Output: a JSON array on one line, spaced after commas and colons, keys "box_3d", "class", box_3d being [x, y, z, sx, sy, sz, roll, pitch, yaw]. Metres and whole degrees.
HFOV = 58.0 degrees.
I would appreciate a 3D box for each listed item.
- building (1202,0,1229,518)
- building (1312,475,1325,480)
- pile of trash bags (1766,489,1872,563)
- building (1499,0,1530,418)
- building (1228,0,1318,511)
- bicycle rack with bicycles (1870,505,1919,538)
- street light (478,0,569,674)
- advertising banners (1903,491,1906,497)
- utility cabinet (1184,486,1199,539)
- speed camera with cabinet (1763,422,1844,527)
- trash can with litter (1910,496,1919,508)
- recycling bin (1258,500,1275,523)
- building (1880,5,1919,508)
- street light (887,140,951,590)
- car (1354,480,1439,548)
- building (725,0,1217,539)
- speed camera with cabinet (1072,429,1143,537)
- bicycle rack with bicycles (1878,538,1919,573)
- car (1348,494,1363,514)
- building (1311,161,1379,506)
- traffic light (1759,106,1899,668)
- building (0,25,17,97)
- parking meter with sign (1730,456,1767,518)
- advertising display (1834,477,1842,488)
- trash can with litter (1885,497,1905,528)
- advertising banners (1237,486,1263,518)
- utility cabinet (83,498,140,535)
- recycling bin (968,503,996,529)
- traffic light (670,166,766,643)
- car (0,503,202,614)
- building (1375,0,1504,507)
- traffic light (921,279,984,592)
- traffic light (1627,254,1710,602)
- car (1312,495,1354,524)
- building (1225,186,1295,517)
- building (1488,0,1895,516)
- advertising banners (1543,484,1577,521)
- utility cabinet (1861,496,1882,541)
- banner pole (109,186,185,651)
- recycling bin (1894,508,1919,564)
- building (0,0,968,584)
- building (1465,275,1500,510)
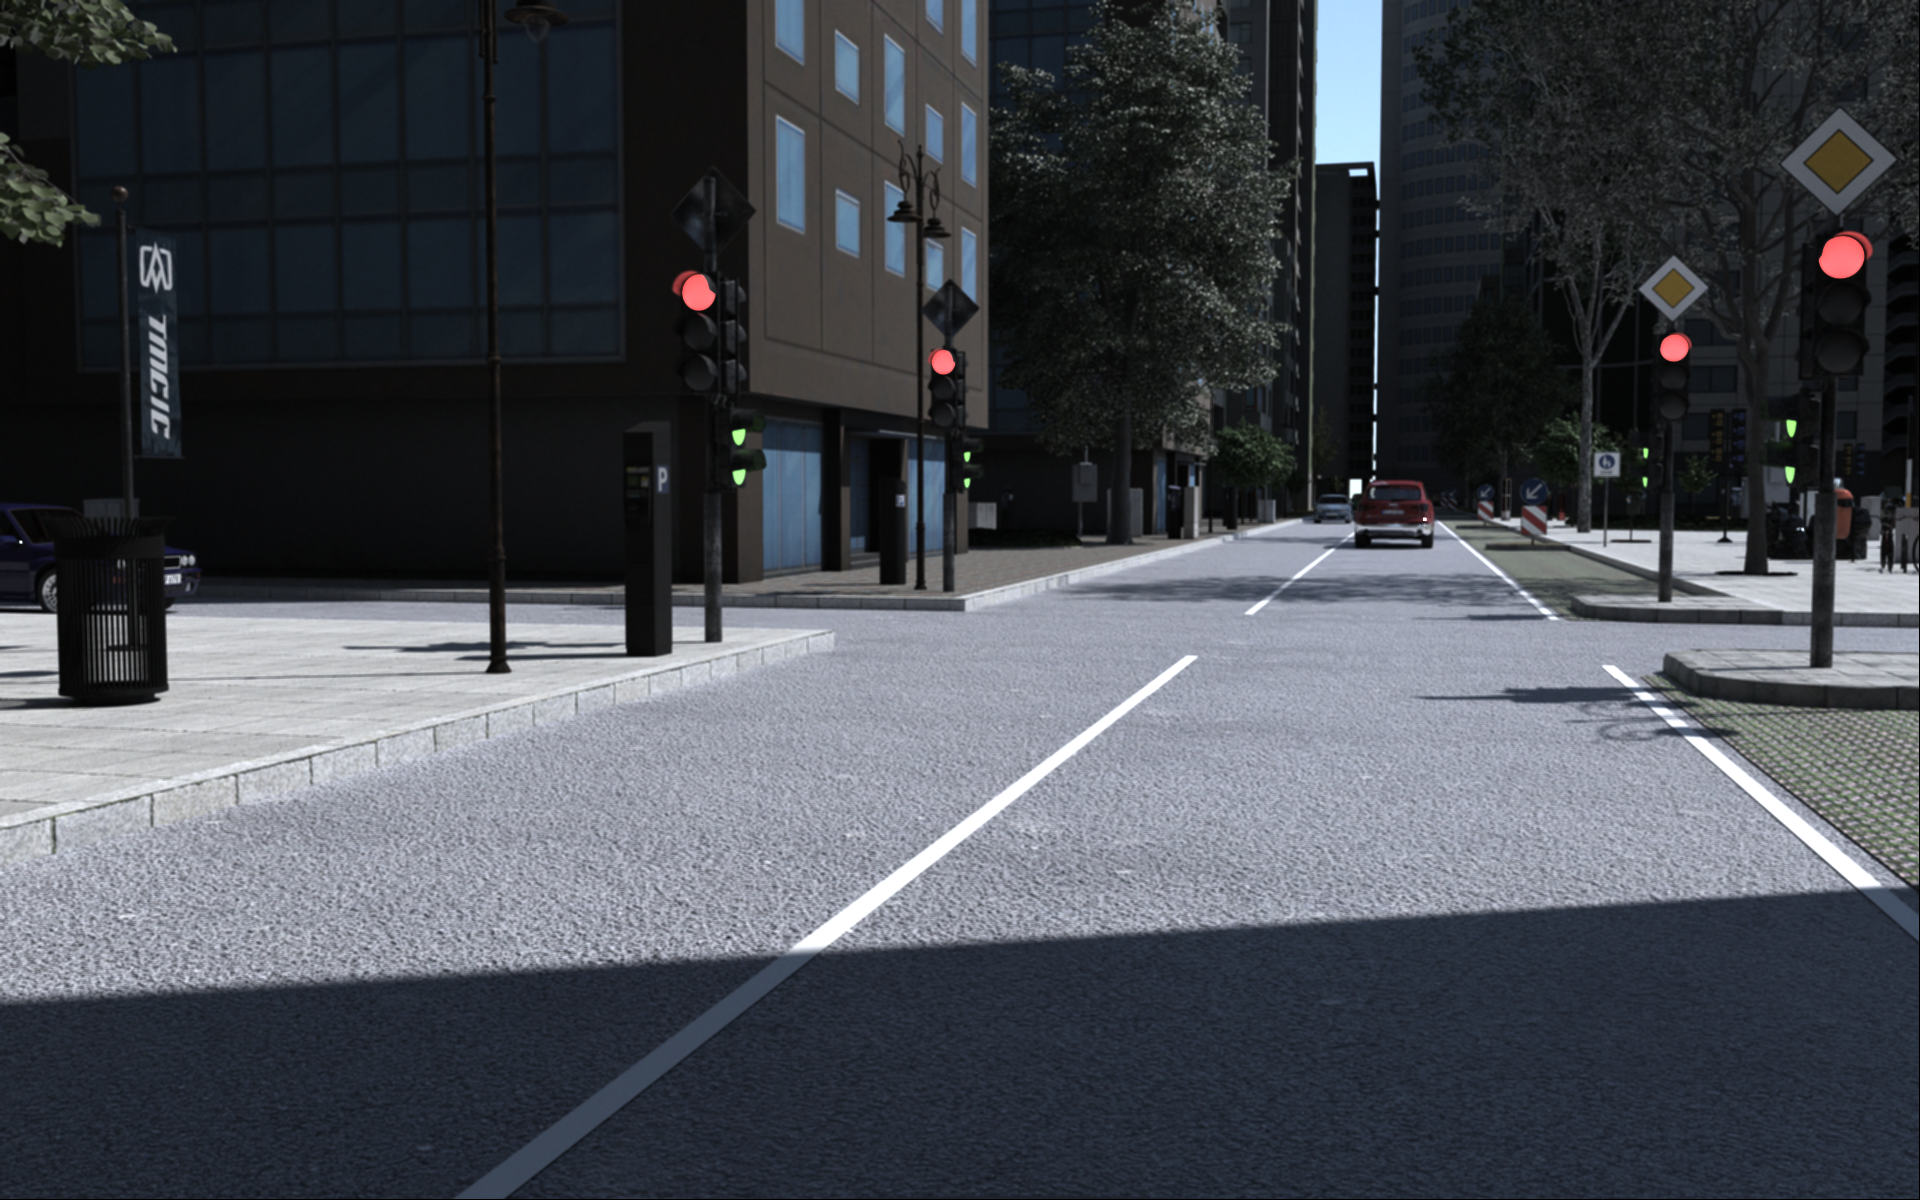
[{"box_3d": [1.759, -28.342, 87.101, 21.300, 48.544, 21.600, 1, 4, 14], "class": "building"}, {"box_3d": [19.064, -31.001, 161.496, 28.867, 44.769, 22.147, 1, 4, 14], "class": "building"}, {"box_3d": [16.808, -1.476, 33.884, 1.912, 1.369, 3.447, 1, 4, 12], "class": "pile of trash bags"}, {"box_3d": [47.072, -27.150, 127.505, 14.154, 41.232, 14.086, 1, 4, 14], "class": "building"}, {"box_3d": [19.693, -27.469, 132.718, 14.154, 41.232, 14.086, 1, 4, 14], "class": "building"}, {"box_3d": [28.994, -2.567, 55.359, 2.925, 0.926, 2.852, -3, 5, -44], "class": "bicycle rack with bicycles"}, {"box_3d": [-3.317, -2.415, 12.270, 0.468, 5.910, 1.993, 1, 4, 14], "class": "street light"}, {"box_3d": [42.950, -5.041, 78.610, 0.090, 3.025, 2.074, 2, 4, 33], "class": "advertising banners"}, {"box_3d": [6.620, -2.507, 49.664, 0.318, 1.500, 1.173, 1, 4, 14], "class": "utility cabinet"}, {"box_3d": [22.231, -3.145, 45.760, 2.038, 3.252, 0.660, 1, 4, 11], "class": "speed camera with cabinet"}, {"box_3d": [46.502, -4.522, 84.990, 2.233, 1.210, 1.678, 3, 5, 41], "class": "trash can with litter"}, {"box_3d": [13.441, -3.879, 75.970, 0.722, 1.027, 0.722, 1, 4, 14], "class": "recycling bin"}, {"box_3d": [83.275, -30.467, 148.251, 14.200, 45.320, 14.600, 1, 4, 14], "class": "building"}, {"box_3d": [-0.529, -3.076, 23.076, 0.468, 5.910, 1.993, 1, 4, 14], "class": "street light"}, {"box_3d": [11.931, -2.370, 47.421, 2.281, 1.827, 5.304, 1, 4, 16], "class": "car"}, {"box_3d": [1.319, -25.108, 60.622, 14.600, 45.320, 14.200, 1, 4, 14], "class": "building"}, {"box_3d": [4.384, -3.496, 51.503, 2.038, 3.252, 0.660, 0, 4, -4], "class": "speed camera with cabinet"}, {"box_3d": [16.303, -0.914, 28.325, 2.852, 0.926, 2.925, 2, 4, 28], "class": "bicycle rack with bicycles"}, {"box_3d": [29.674, -7.282, 127.854, 1.959, 1.807, 4.718, 1, 4, 13], "class": "car"}, {"box_3d": [34.702, -30.763, 194.854, 23.993, 40.220, 32.217, 1, 4, 14], "class": "building"}, {"box_3d": [6.369, -1.456, 12.734, 0.839, 4.253, 0.868, 1, 4, 14], "class": "traffic light"}, {"box_3d": [-21.461, -16.074, 34.515, 14.107, 30.474, 14.160, 1, 4, 14], "class": "building"}, {"box_3d": [36.142, -5.069, 79.147, 1.738, 3.016, 0.543, 0, 4, 6], "class": "parking meter with sign"}, {"box_3d": [33.812, -3.784, 67.077, 0.974, 1.923, 0.123, -2, 4, -35], "class": "advertising display"}, {"box_3d": [35.379, -3.294, 65.239, 1.055, 1.170, 0.624, -2, 4, -35], "class": "trash can with litter"}, {"box_3d": [15.783, -5.974, 93.866, 0.090, 3.025, 2.074, -2, 4, -35], "class": "advertising banners"}, {"box_3d": [-12.483, -0.876, 25.485, 1.020, 1.237, 0.306, 2, 4, 35], "class": "utility cabinet"}, {"box_3d": [0.566, -2.301, 50.182, 0.722, 1.027, 0.722, -2, 4, -31], "class": "recycling bin"}, {"box_3d": [-2.121, -1.589, 14.893, 0.839, 4.253, 0.868, 1, 4, 14], "class": "traffic light"}, {"box_3d": [-11.224, -0.501, 20.774, 3.894, 1.354, 1.945, 1, 4, 13], "class": "car"}, {"box_3d": [58.505, -39.148, 182.063, 28.212, 58.520, 21.231, 1, 4, 14], "class": "building"}, {"box_3d": [-0.132, -2.062, 22.627, 0.839, 4.253, 0.868, 1, 4, 14], "class": "traffic light"}, {"box_3d": [8.358, -1.930, 20.468, 0.839, 4.253, 0.868, 1, 4, 14], "class": "traffic light"}, {"box_3d": [18.466, -4.507, 85.685, 2.014, 1.417, 4.499, 1, 4, 14], "class": "car"}, {"box_3d": [7.080, -16.473, 114.377, 27.650, 21.520, 28.899, 1, 4, 14], "class": "building"}, {"box_3d": [44.851, -40.999, 108.588, 20.563, 71.187, 20.611, 1, 4, 14], "class": "building"}, {"box_3d": [29.174, -5.372, 84.025, 2.074, 3.025, 0.090, -1, 4, -20], "class": "advertising banners"}, {"box_3d": [25.266, -2.258, 48.086, 0.306, 1.237, 1.020, 1, 4, 14], "class": "utility cabinet"}, {"box_3d": [-6.766, -1.492, 14.412, 0.401, 3.779, 0.863, 1, 4, 17], "class": "banner pole"}, {"box_3d": [17.980, -1.207, 32.287, 0.722, 1.027, 0.722, -1, 4, -15], "class": "recycling bin"}, {"box_3d": [-7.835, -23.319, 31.385, 14.600, 45.320, 14.200, 1, 4, 14], "class": "building"}, {"box_3d": [58.035, -18.496, 147.445, 27.650, 21.520, 28.899, 1, 4, 14], "class": "building"}]
